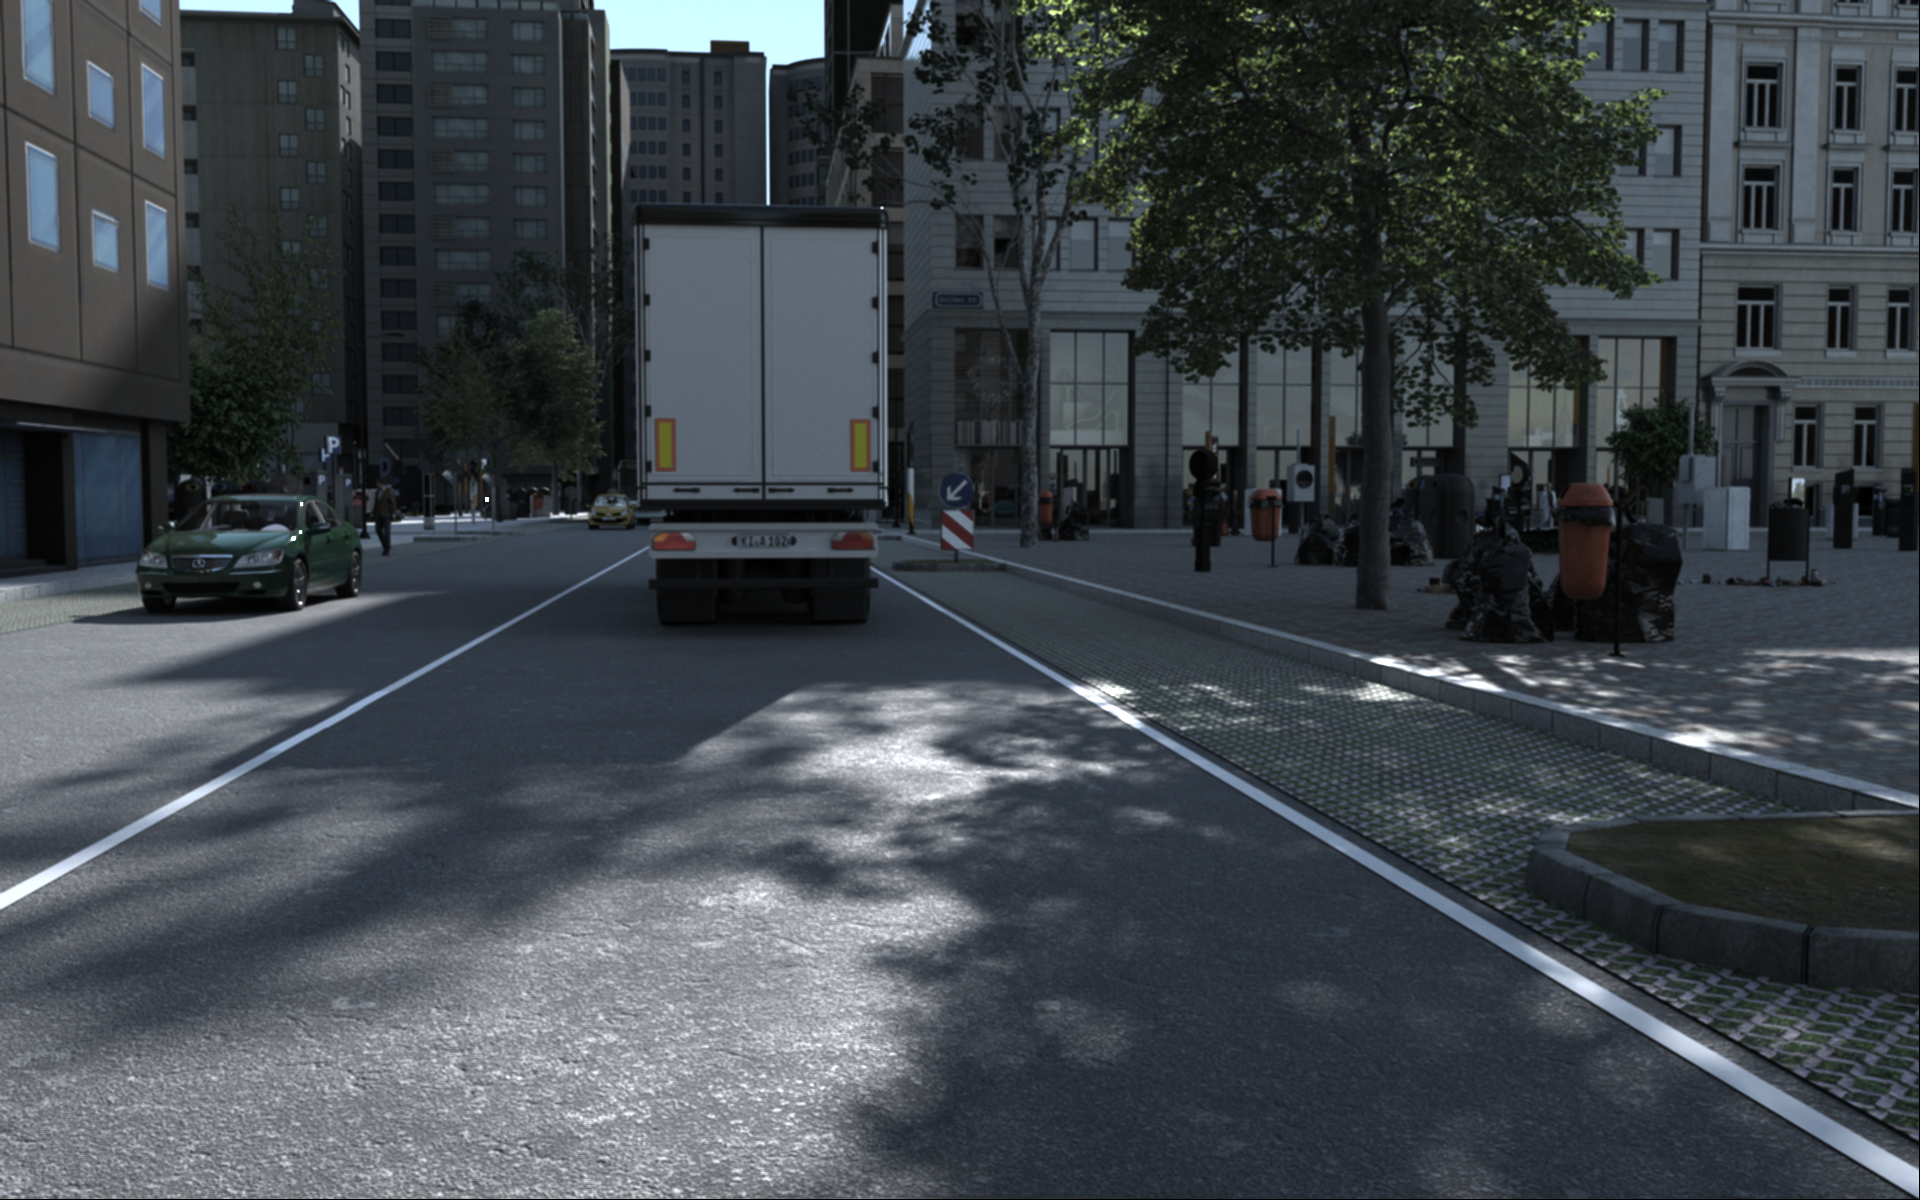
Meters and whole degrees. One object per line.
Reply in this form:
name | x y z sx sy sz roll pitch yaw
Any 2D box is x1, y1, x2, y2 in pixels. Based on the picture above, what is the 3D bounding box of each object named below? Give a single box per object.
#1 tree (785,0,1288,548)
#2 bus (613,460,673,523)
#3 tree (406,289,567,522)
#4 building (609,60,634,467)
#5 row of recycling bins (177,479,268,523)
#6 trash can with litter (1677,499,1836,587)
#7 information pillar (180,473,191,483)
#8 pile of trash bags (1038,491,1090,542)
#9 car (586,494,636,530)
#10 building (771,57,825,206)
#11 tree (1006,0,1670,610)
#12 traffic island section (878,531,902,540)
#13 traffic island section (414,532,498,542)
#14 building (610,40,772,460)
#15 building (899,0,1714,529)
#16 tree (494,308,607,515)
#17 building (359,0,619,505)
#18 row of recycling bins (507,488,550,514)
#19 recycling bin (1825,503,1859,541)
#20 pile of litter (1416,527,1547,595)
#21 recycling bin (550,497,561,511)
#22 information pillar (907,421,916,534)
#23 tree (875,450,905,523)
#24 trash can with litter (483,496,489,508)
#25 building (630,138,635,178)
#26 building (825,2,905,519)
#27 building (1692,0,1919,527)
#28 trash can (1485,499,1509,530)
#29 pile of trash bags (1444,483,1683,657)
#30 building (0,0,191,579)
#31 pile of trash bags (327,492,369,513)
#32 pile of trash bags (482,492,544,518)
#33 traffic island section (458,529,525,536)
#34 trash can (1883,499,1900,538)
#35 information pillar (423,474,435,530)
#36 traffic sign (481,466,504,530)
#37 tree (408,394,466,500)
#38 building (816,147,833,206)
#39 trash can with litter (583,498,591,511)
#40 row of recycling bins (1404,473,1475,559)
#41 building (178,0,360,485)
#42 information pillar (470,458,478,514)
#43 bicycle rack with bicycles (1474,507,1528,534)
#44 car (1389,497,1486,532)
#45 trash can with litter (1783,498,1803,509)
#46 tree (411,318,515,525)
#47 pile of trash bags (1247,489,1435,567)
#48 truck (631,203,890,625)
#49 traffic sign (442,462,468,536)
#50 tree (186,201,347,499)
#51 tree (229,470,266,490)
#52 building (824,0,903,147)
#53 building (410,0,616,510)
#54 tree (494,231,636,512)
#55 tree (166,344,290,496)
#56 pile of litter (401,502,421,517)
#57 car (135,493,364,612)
tree | 2.175 -11.414 42.503 12.611 20.169 13.585 0 3 0
bus | -14.725 -5.451 83.976 2.948 3.499 13.247 0 4 -6
tree | -21.524 -8.868 79.411 7.601 10.594 8.767 0 4 -2
building | -40.687 -32.127 175.392 14.600 45.320 14.200 0 4 -7
row of recycling bins | -20.114 -2.526 48.406 3.534 1.692 1.069 0 4 0
trash can with litter | 11.338 -0.830 24.631 2.233 1.210 1.678 1 4 18
information pillar | -33.107 -5.065 74.160 0.504 3.616 0.183 -1 4 -21
pile of trash bags | 2.589 -2.333 47.900 1.912 1.369 3.447 1 4 10
car | -14.240 -3.709 70.860 2.015 1.641 3.980 0 4 -7
building | -11.093 -42.161 231.330 28.212 58.520 21.231 0 4 -7
tree | 4.245 -6.168 18.969 7.486 12.596 7.792 0 3 0
traffic island section | -2.974 -1.989 54.803 2.009 0.180 2.903 0 4 -7
traffic island section | -15.521 -1.895 53.261 2.009 0.180 2.903 0 4 -7
building | -39.535 -41.941 227.739 28.212 58.520 21.231 0 4 -7
building | 12.919 -17.843 69.234 29.804 29.767 11.434 0 4 -7
tree | -25.226 -11.491 105.999 7.486 12.596 7.792 0 3 0
building | -41.539 -43.960 156.992 20.563 71.187 20.611 0 4 -7
row of recycling bins | -27.493 -6.271 109.649 1.069 1.692 3.534 3 5 42
recycling bin | 24.446 -2.169 48.024 0.722 1.027 0.722 1 4 19
pile of litter | 6.848 -0.520 22.471 1.719 0.858 1.176 3 4 37
recycling bin | -31.369 -7.422 133.896 0.722 1.027 0.722 -3 5 -42
information pillar | -1.576 -3.918 55.418 0.183 3.616 0.504 1 4 14
tree | -3.091 -4.974 75.929 1.663 3.219 1.824 0 3 0
trash can with litter | -28.661 -5.746 105.342 1.055 1.170 0.624 1 4 11
building | -50.267 -33.198 197.410 28.867 44.769 22.147 0 4 -7
building | 2.276 -18.417 105.627 19.350 26.468 34.151 0 4 -7
building | 37.496 -17.614 73.897 20.117 28.700 13.634 0 4 -7
trash can | 16.546 -2.553 53.400 0.748 1.137 0.748 0 3 0
pile of trash bags | 5.293 -0.328 15.114 1.912 1.369 3.447 1 4 13
building | -21.358 -22.962 25.541 14.600 45.320 14.200 0 4 -7
pile of trash bags | -25.344 -3.640 69.265 3.447 1.369 1.912 0 4 2
pile of trash bags | -23.687 -5.060 92.483 1.912 1.369 3.447 3 4 38
traffic island section | -16.502 -2.380 61.186 2.009 0.180 2.903 0 4 -7
trash can | 27.615 -2.412 51.094 0.748 1.137 0.748 0 3 0
information pillar | -19.107 -3.536 62.310 0.304 2.012 0.304 0 4 7
traffic sign | -16.479 -3.516 61.127 0.795 2.450 0.064 0 4 -7
tree | -38.579 -10.813 127.155 4.360 8.622 3.978 0 3 0
building | -5.301 -22.997 147.697 14.160 30.474 14.107 0 4 -7
trash can with litter | -28.322 -7.267 130.205 1.055 1.170 0.624 -3 5 -43
row of recycling bins | 9.970 -1.765 35.970 1.069 1.692 3.534 0 4 4
building | -78.278 -36.777 190.537 27.495 52.752 28.713 0 4 -7
information pillar | -31.329 -7.351 111.550 0.183 3.616 0.504 3 5 40
bicycle rack with bicycles | 14.650 -2.181 49.046 2.852 0.926 2.925 3 5 42
car | 16.609 -2.900 59.994 3.894 1.354 1.945 0 4 -8
trash can with litter | 24.001 -2.364 50.038 0.624 1.170 1.055 2 4 26
tree | -20.359 -7.429 71.831 4.737 8.622 4.395 0 3 0
pile of trash bags | 6.716 -1.311 31.195 3.447 1.369 1.912 -1 4 -22
truck | -2.551 -2.047 22.390 2.839 4.237 11.283 0 4 -7
traffic sign | -15.499 -3.031 53.202 0.795 2.450 0.064 0 4 -7
tree | -17.123 -5.675 43.144 4.737 8.622 4.395 0 3 0
tree | -33.348 -5.311 81.435 1.663 3.219 1.824 0 3 0
building | -4.349 -44.402 164.231 20.563 71.187 20.611 0 4 -7
building | -35.962 -27.985 141.147 14.154 41.232 14.086 0 4 -7
tree | -25.560 -16.320 122.719 12.611 20.169 13.585 0 3 0
tree | -16.294 -3.313 37.888 4.285 4.588 4.351 0 3 0
pile of litter | -31.325 -5.193 98.876 1.176 0.858 1.719 0 4 -8
car | -9.162 -0.664 22.656 2.131 1.459 4.920 0 4 -6
